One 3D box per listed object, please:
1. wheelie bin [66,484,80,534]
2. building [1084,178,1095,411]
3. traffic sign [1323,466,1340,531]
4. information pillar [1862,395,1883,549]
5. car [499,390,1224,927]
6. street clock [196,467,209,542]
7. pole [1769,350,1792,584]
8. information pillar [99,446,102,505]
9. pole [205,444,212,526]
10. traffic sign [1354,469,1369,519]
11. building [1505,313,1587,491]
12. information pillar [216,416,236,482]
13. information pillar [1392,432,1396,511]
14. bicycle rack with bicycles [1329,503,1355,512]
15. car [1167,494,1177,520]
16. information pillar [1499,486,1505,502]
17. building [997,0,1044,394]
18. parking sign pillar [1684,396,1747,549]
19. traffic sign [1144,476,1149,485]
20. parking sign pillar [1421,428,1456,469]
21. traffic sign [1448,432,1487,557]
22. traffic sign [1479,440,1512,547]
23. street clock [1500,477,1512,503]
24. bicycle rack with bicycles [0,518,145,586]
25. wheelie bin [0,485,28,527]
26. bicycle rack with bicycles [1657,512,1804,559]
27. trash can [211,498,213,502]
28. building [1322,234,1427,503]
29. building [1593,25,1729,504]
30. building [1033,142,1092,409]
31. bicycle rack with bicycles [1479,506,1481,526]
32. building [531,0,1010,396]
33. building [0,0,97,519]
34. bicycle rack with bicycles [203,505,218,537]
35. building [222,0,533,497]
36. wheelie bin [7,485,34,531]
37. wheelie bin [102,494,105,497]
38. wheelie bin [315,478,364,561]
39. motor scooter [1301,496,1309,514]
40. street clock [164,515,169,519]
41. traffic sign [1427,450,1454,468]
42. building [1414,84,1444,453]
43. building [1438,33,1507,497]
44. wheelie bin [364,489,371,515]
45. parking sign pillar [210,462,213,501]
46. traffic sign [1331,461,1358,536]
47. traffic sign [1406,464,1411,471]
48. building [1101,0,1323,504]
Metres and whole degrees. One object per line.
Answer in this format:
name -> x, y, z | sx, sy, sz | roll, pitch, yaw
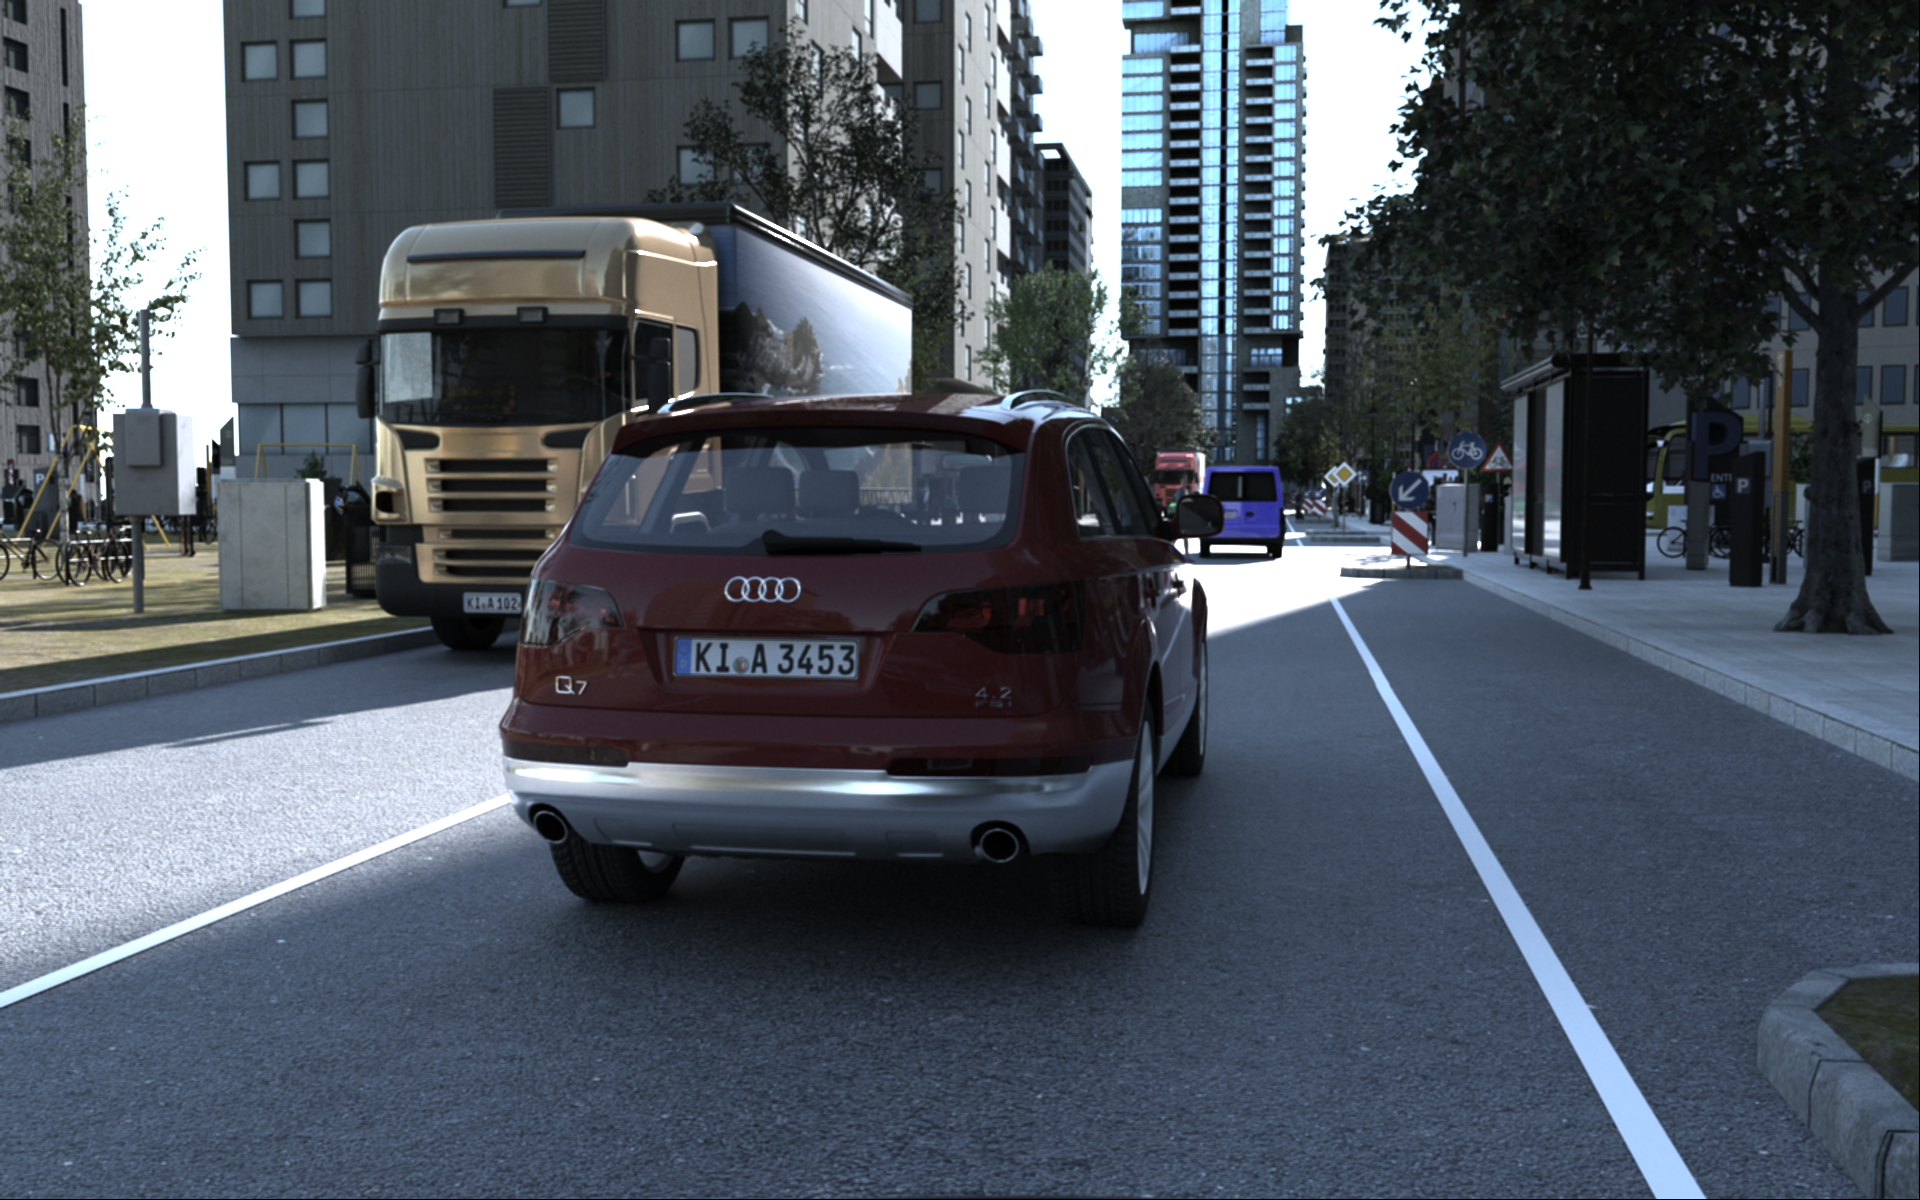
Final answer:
wheelie bin -> -28.815, -2.927, 55.766 | 0.980, 1.594, 0.693 | 2, 4, 27
building -> 10.842, -36.077, 239.966 | 14.200, 45.320, 14.600 | 1, 4, 10
traffic sign -> 13.118, -3.487, 60.659 | 0.795, 2.450, 0.064 | 1, 4, 10
information pillar -> 21.384, -3.017, 40.679 | 0.183, 3.616, 0.504 | -1, 4, -21
car -> -0.055, 0.076, 7.423 | 2.281, 1.827, 5.304 | 1, 4, 11
street clock -> -20.110, -2.530, 45.937 | 0.358, 2.002, 0.471 | -1, 4, -23
pole -> 11.699, -1.886, 24.678 | 0.158, 3.312, 0.155 | 0, 3, 0
information pillar -> -42.424, -5.751, 85.377 | 0.183, 3.616, 0.504 | -3, 4, -38
pole -> -30.632, -4.694, 70.594 | 0.158, 3.312, 0.155 | 0, 3, 0
traffic sign -> 20.399, -5.385, 88.145 | 0.768, 2.556, 0.104 | 1, 4, 17
building -> 45.914, -26.848, 122.557 | 14.154, 41.232, 14.086 | 1, 4, 10
information pillar -> -21.888, -3.698, 51.823 | 0.504, 3.616, 0.183 | 1, 4, 14
information pillar -> 16.445, -4.542, 65.619 | 0.183, 3.616, 0.504 | 1, 4, 15
bicycle rack with bicycles -> 27.927, -6.781, 124.246 | 2.925, 0.926, 2.852 | -3, 5, -44
car -> 12.450, -5.303, 95.505 | 1.959, 1.807, 4.718 | 1, 4, 12
information pillar -> 28.297, -5.264, 90.553 | 0.304, 2.012, 0.304 | 0, 4, 5
building -> -4.590, -32.795, 155.802 | 23.786, 49.044, 30.456 | 1, 4, 10
parking sign pillar -> 18.013, -3.230, 41.280 | 1.447, 3.967, 1.447 | 0, 4, 3
traffic sign -> 12.948, -7.463, 122.125 | 0.768, 2.556, 0.104 | 1, 4, 17
parking sign pillar -> 18.861, -4.880, 68.261 | 1.447, 3.967, 1.447 | 0, 4, 5
traffic sign -> 10.349, -2.159, 35.399 | 0.768, 2.556, 0.104 | 1, 4, 17
traffic sign -> 12.965, -2.552, 41.730 | 0.884, 2.594, 0.081 | 1, 4, 16
street clock -> 22.701, -4.128, 72.059 | 0.471, 2.002, 0.358 | -1, 4, -22
bicycle rack with bicycles -> -13.094, -0.731, 25.337 | 2.852, 0.926, 2.925 | 1, 4, 9
wheelie bin -> -39.711, -3.948, 72.454 | 0.980, 1.594, 0.693 | -2, 4, -25
bicycle rack with bicycles -> 15.924, -1.318, 34.926 | 2.925, 0.926, 2.852 | 3, 5, 40
trash can -> -46.654, -5.877, 107.747 | 0.748, 1.137, 0.748 | 0, 3, 0
building -> 62.565, -33.525, 240.008 | 23.993, 40.220, 32.217 | 1, 4, 10
building -> 43.500, -32.514, 73.598 | 28.212, 58.520, 21.231 | 1, 4, 10
building -> 1.462, -30.335, 187.866 | 23.993, 40.220, 32.217 | 1, 4, 10
bicycle rack with bicycles -> 23.864, -3.890, 76.987 | 2.852, 0.926, 2.925 | 2, 4, 27
building -> -11.245, -32.724, 124.275 | 28.713, 52.752, 27.495 | 1, 4, 10
building -> -56.665, -19.559, 91.483 | 14.107, 30.474, 14.160 | 1, 4, 10
bicycle rack with bicycles -> -17.658, -1.895, 44.360 | 2.925, 0.926, 2.852 | 3, 4, 39
building -> -18.359, -30.600, 89.556 | 28.713, 52.752, 27.495 | 1, 4, 10
wheelie bin -> -32.875, -3.237, 60.837 | 0.693, 1.594, 0.980 | -3, 4, -38
wheelie bin -> -54.003, -6.139, 108.284 | 0.980, 1.594, 0.693 | -1, 4, -21
wheelie bin -> -12.206, -1.561, 33.430 | 0.980, 1.594, 0.693 | 1, 4, 20
motor scooter -> 25.427, -7.003, 127.272 | 0.815, 1.314, 1.986 | 1, 4, 12
street clock -> -40.925, -5.179, 89.252 | 0.471, 2.002, 0.358 | 1, 4, 22
traffic sign -> 14.037, -3.090, 50.632 | 0.768, 2.556, 0.104 | 1, 4, 14
building -> 58.968, -32.104, 179.529 | 22.147, 44.769, 28.867 | 1, 4, 10
building -> 51.801, -31.090, 158.435 | 14.600, 45.320, 14.200 | 1, 4, 10
wheelie bin -> -13.574, -1.905, 39.051 | 0.693, 1.594, 0.980 | -1, 4, -18
parking sign pillar -> -57.839, -8.872, 133.524 | 1.447, 3.967, 1.447 | -3, 5, -42
traffic sign -> 11.705, -3.007, 52.799 | 0.795, 2.450, 0.064 | 1, 4, 10
traffic sign -> 19.429, -4.585, 74.973 | 0.884, 2.594, 0.081 | 1, 4, 11
building -> 34.332, -56.642, 238.764 | 31.000, 86.520, 22.319 | 1, 4, 10
